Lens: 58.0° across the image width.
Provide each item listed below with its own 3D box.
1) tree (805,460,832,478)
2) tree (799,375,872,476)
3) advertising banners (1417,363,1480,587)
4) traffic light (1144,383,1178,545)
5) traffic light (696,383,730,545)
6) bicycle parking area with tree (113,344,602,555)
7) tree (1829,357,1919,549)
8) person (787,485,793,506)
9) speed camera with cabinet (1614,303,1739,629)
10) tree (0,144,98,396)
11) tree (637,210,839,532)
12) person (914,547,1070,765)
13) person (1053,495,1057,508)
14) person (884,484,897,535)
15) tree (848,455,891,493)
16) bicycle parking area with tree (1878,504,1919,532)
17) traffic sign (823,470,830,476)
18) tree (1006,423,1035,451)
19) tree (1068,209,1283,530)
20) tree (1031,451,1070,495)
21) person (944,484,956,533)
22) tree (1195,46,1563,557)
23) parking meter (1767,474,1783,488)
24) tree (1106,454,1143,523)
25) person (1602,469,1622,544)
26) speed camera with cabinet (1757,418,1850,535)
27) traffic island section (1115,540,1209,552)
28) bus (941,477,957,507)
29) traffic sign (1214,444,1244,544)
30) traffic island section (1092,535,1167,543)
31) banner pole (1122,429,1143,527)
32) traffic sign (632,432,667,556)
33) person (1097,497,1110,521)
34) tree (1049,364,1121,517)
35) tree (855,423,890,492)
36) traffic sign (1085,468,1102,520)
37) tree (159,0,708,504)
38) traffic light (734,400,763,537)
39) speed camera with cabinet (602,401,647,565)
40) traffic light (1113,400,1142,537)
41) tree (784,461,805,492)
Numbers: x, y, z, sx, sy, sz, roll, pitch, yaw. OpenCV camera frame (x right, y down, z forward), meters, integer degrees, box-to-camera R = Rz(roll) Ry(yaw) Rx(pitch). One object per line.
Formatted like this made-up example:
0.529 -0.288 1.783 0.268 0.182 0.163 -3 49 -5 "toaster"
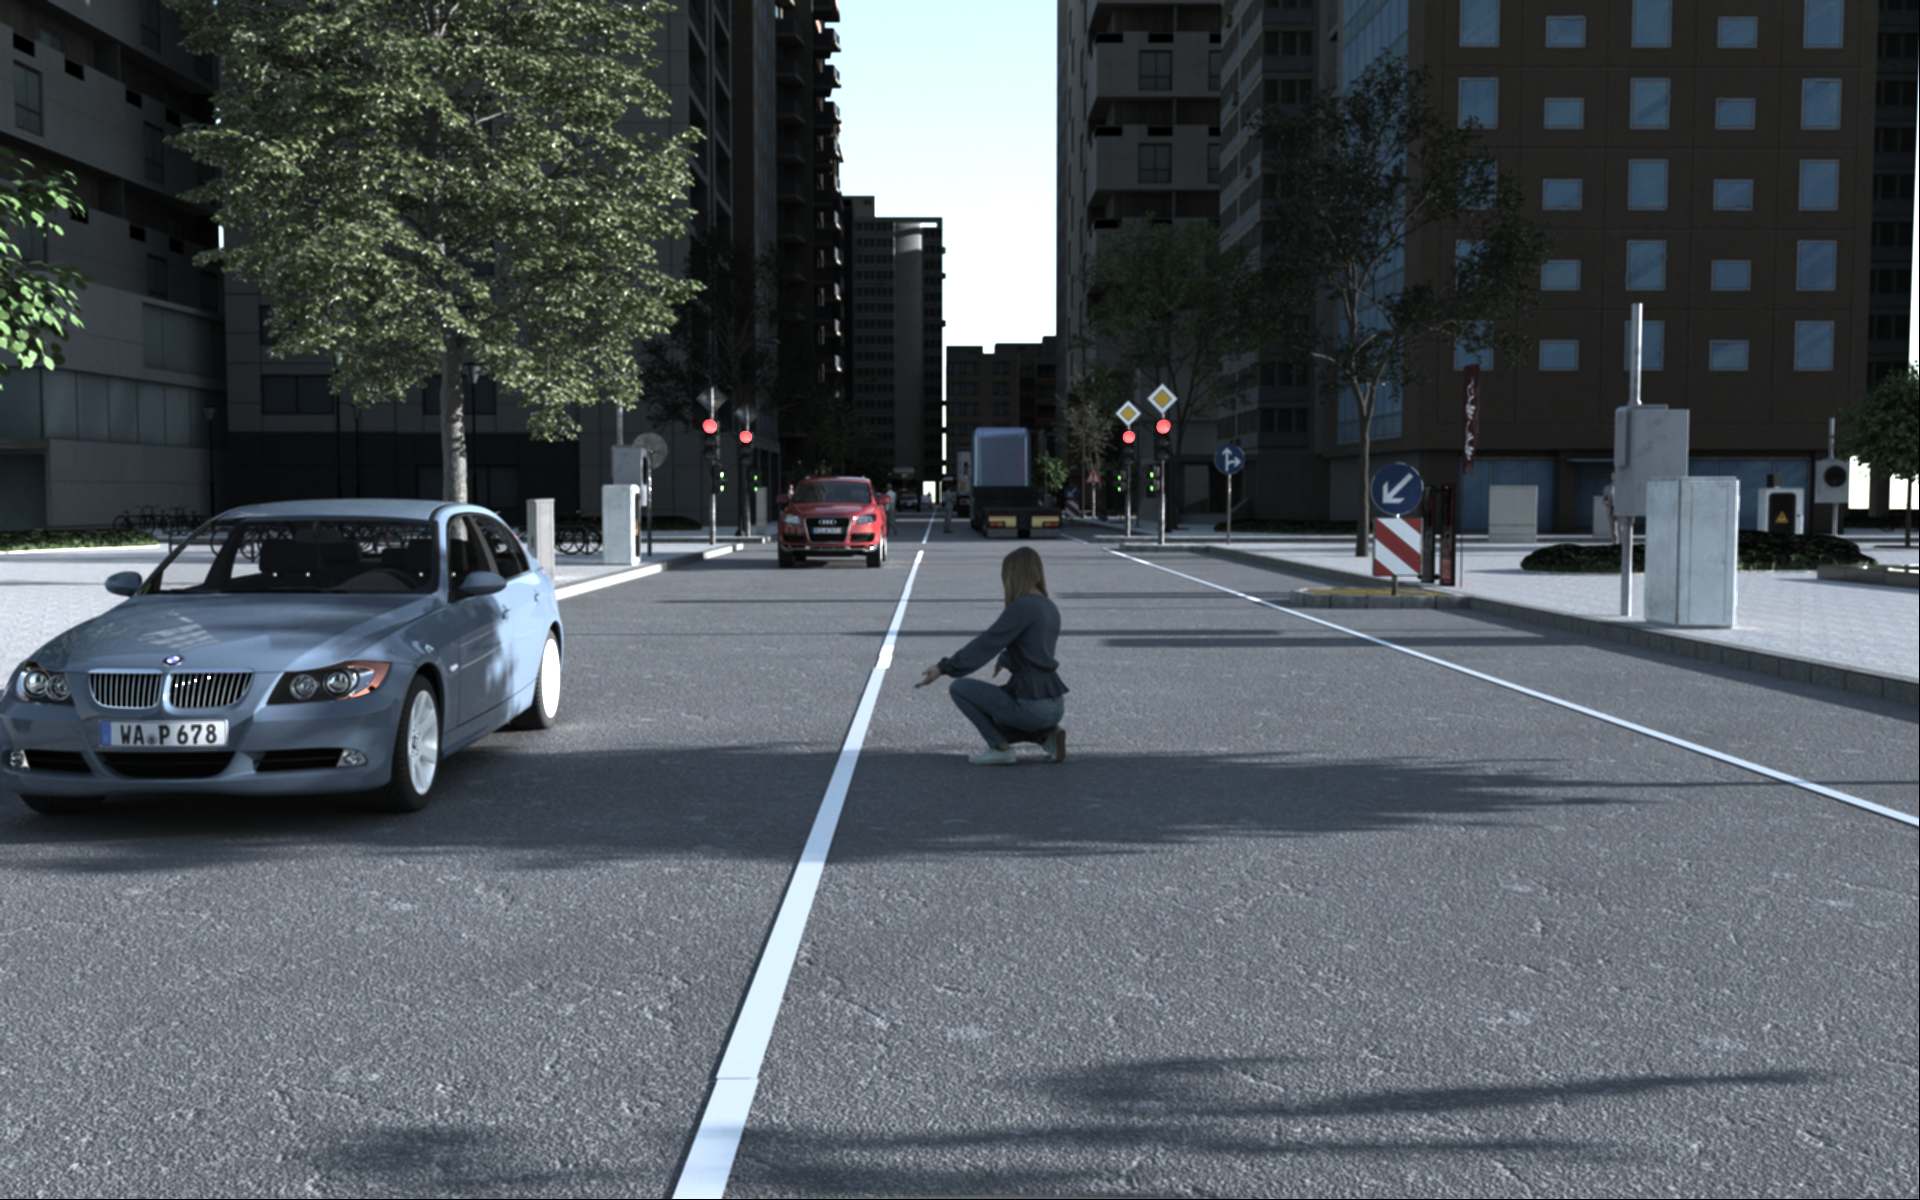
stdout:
-7.525 -6.265 97.038 1.663 3.219 1.824 0 3 0 "tree"
-7.792 -9.493 105.581 4.737 8.622 4.395 0 3 0 "tree"
6.836 -1.716 24.241 0.090 3.025 2.074 0 4 -5 "advertising banners"
5.101 -3.367 43.967 0.839 4.253 0.868 0 4 -1 "traffic light"
-6.259 -3.358 43.827 0.839 4.253 0.868 0 4 -1 "traffic light"
-11.043 -2.952 35.261 9.016 4.147 8.231 2 4 26 "bicycle parking area with tree"
22.742 -3.521 41.275 4.285 4.588 4.351 0 3 0 "tree"
-8.952 -5.242 92.155 0.834 1.777 0.661 0 4 3 "person"
7.162 -1.409 17.366 0.660 3.252 2.038 0 4 4 "speed camera with cabinet"
-7.312 -1.643 10.579 4.285 4.588 4.351 0 3 0 "tree"
-7.565 -7.546 57.785 7.601 10.594 8.767 0 4 -4 "tree"
0.179 0.293 9.212 0.738 1.151 1.012 3 4 38 "person"
6.645 -6.743 120.976 0.332 1.250 0.352 1 4 17 "person"
-2.391 -3.143 60.113 0.478 1.798 0.641 -2 4 -27 "person"
-7.865 -9.852 144.799 4.285 4.588 4.351 0 3 0 "tree"
35.823 -4.243 56.383 9.016 4.147 8.231 0 4 -2 "bicycle parking area with tree"
-7.107 -5.660 92.536 0.884 2.594 0.081 0 4 0 "traffic sign"
5.528 -13.621 173.062 4.360 8.622 3.978 0 3 0 "tree"
7.738 -8.361 62.460 9.928 11.665 9.643 0 3 0 "tree"
6.565 -8.984 130.604 4.285 4.588 4.351 0 3 0 "tree"
-0.351 -3.369 63.763 0.466 1.800 0.511 -2 4 -31 "person"
8.551 -6.180 35.454 7.601 10.594 8.767 -3 4 -38 "tree"
24.167 -2.795 51.408 0.399 1.863 0.255 -1 4 -16 "parking meter"
7.051 -5.030 76.838 1.663 3.219 1.824 0 3 0 "tree"
13.699 -1.836 36.262 0.606 1.804 0.583 3 5 40 "person"
21.839 -3.089 44.844 2.038 3.252 0.660 1 4 11 "speed camera with cabinet"
5.141 -1.333 44.081 2.009 0.180 2.903 0 4 -1 "traffic island section"
-0.742 -12.307 196.073 2.948 3.499 13.247 0 4 1 "bus"
6.890 -2.708 44.378 0.768 2.556 0.104 0 4 1 "traffic sign"
5.054 -1.822 52.066 2.009 0.180 2.903 0 4 -1 "traffic island section"
6.656 -4.714 67.083 0.863 3.779 0.401 0 4 3 "banner pole"
-6.409 -2.176 35.684 0.768 2.556 0.104 0 4 5 "traffic sign"
6.789 -4.264 81.265 0.738 1.151 1.012 1 4 15 "person"
7.244 -8.928 96.338 4.360 8.622 3.978 0 3 0 "tree"
-9.103 -13.746 175.102 4.360 8.622 3.978 0 3 0 "tree"
6.586 -5.237 85.626 0.884 2.594 0.081 0 4 4 "traffic sign"
-7.681 -6.514 24.624 7.486 12.596 7.792 0 3 0 "tree"
-6.347 -3.847 51.811 0.839 4.253 0.868 0 4 -1 "traffic light"
-6.194 -2.307 32.054 0.660 3.252 2.038 0 4 -3 "speed camera with cabinet"
5.014 -3.855 51.952 0.839 4.253 0.868 0 4 -1 "traffic light"
-9.357 -6.449 100.047 1.663 3.219 1.824 0 3 0 "tree"
